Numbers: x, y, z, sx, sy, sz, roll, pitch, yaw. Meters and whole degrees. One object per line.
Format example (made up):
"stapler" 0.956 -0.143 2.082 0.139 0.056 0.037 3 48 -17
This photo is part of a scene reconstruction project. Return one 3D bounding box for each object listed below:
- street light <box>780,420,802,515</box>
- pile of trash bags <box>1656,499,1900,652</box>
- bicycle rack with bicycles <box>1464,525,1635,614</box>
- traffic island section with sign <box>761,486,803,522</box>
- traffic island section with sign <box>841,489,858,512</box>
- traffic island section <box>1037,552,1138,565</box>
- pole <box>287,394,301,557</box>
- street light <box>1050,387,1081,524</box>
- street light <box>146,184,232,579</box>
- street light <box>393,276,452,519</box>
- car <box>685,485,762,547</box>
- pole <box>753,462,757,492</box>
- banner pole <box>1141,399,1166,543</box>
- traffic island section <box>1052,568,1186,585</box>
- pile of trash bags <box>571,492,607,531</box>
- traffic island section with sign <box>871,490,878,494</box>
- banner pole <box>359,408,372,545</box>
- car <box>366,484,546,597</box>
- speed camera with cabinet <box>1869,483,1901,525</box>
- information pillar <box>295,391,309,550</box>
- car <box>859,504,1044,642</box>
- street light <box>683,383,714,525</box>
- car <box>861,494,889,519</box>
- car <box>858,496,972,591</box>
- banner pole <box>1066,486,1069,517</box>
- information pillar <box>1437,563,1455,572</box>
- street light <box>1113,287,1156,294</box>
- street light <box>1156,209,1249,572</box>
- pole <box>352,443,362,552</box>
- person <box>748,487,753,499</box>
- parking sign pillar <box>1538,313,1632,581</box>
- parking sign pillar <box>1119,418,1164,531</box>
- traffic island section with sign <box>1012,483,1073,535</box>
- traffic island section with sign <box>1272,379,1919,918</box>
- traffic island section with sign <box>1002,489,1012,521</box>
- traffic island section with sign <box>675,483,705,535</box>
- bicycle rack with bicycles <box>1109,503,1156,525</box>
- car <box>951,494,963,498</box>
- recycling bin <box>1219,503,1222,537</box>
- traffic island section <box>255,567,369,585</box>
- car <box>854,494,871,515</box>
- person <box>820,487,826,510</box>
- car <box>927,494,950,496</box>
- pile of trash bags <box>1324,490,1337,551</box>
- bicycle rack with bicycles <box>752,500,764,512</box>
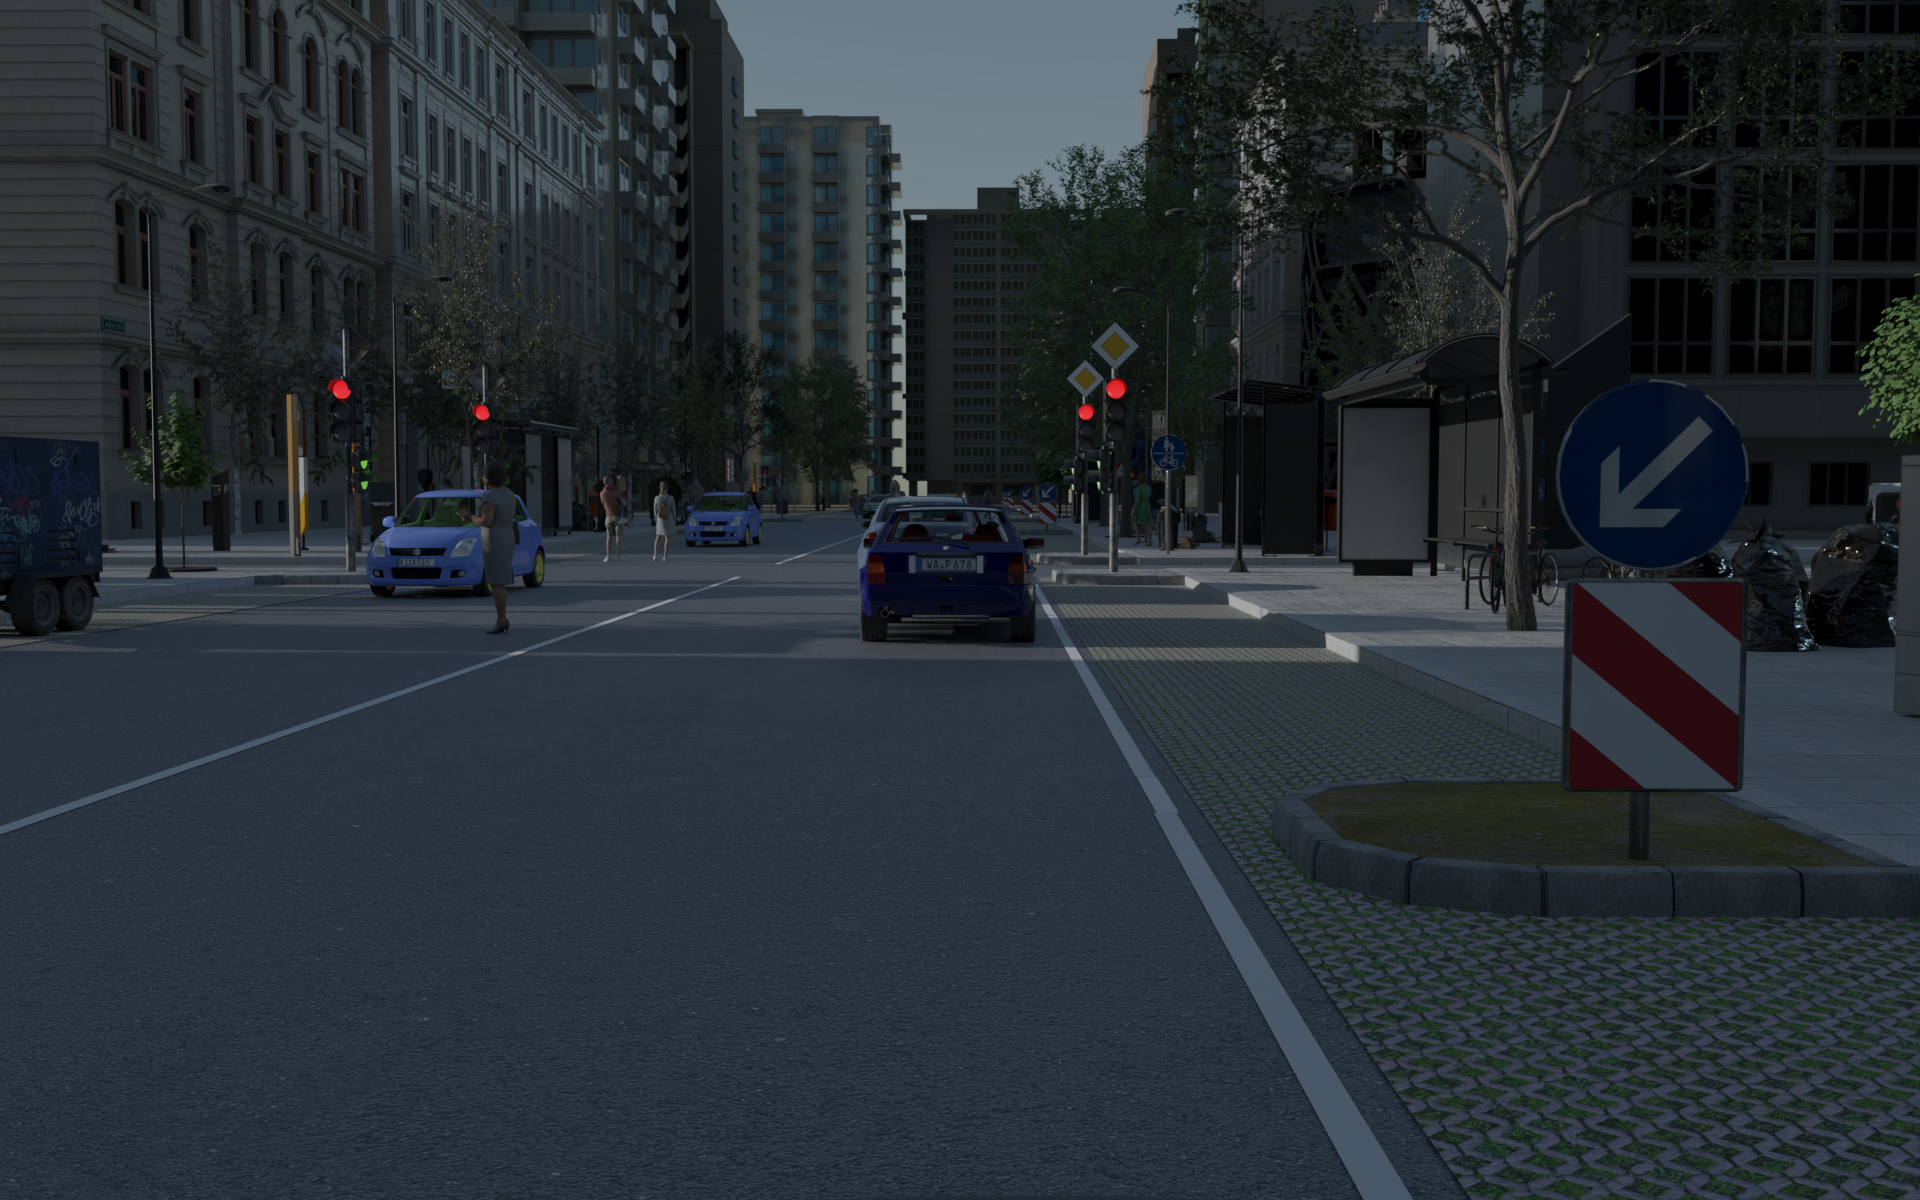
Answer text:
"street light" -10.581 -8.314 108.479 1.470 5.913 1.316 0 4 1
"pile of trash bags" 7.185 -0.289 14.484 1.912 1.369 3.447 -1 4 -9
"bicycle rack with bicycles" 6.671 -0.356 19.206 2.925 0.926 2.852 -3 5 -44
"traffic island section with sign" -9.045 -4.873 88.301 1.989 1.847 2.006 0 4 1
"traffic island section with sign" -8.444 -7.943 138.499 1.989 1.847 2.006 0 4 1
"traffic island section" 2.647 -0.869 36.485 2.009 0.180 2.903 0 4 1
"pole" -13.683 -2.553 35.580 0.158 3.312 0.155 0 3 0
"street light" 4.593 -6.278 75.190 1.470 5.913 1.316 0 4 1
"street light" -11.603 -3.275 26.087 1.470 5.913 1.316 0 4 1
"street light" -11.500 -3.942 36.986 1.470 5.913 1.316 0 4 1
"car" -6.572 -2.364 48.249 1.945 1.707 3.694 0 4 2
"pole" -13.238 -7.216 111.822 0.158 3.312 0.155 0 3 0
"banner pole" 5.084 -3.392 45.479 0.863 3.779 0.401 3 5 43
"traffic island section" 2.551 -0.380 28.500 2.009 0.180 2.903 0 4 1
"pile of trash bags" -12.923 -3.140 61.097 1.912 1.369 3.447 -1 4 -13
"traffic island section with sign" -8.113 -9.615 165.827 1.989 1.847 2.006 0 4 1
"banner pole" -15.177 -3.308 44.110 0.401 3.779 0.863 1 4 11
"car" -7.330 -0.963 25.338 1.945 1.707 3.694 0 4 2
"speed camera with cabinet" 14.748 -1.931 25.911 0.660 3.252 2.038 -2 4 -34
"information pillar" -14.977 -2.939 39.407 0.183 3.616 0.504 -3 4 -39
"car" -0.081 -0.340 18.140 1.945 1.354 3.894 0 4 1
"street light" -10.991 -6.128 72.732 1.470 5.913 1.316 0 4 1
"car" -4.718 -5.518 102.022 2.131 1.459 4.920 0 4 3
"car" -0.448 -0.778 24.719 2.014 1.417 4.499 0 4 2
"banner pole" 5.956 -6.482 96.001 0.401 3.779 0.863 -1 4 -11
"information pillar" 8.044 -1.488 28.814 0.304 2.012 0.304 -3 5 -41
"street light" 4.143 -4.065 39.001 1.470 5.913 1.316 0 4 1
"street light" 4.049 -3.414 28.355 1.470 5.913 1.316 0 4 1
"pole" -13.406 -2.724 38.386 0.158 3.312 0.155 0 3 0
"person" -14.659 -7.071 121.793 1.348 1.807 0.705 -2 4 -29
"parking sign pillar" 9.341 -2.298 26.043 1.447 3.967 1.447 0 4 -7
"parking sign pillar" 6.350 -4.436 61.009 1.447 3.967 1.447 -1 4 -19
"traffic island section with sign" 2.945 -3.208 61.081 1.989 1.847 2.006 0 4 1
"traffic island section with sign" 2.296 0.114 6.768 1.989 1.847 2.006 0 4 1
"traffic island section with sign" 3.276 -4.888 88.545 1.989 1.847 2.006 0 4 1
"traffic island section with sign" -9.375 -3.218 61.238 1.989 1.847 2.006 0 4 1
"bicycle rack with bicycles" 6.715 -3.500 70.610 2.852 0.926 2.925 1 4 21
"car" -0.435 -10.832 187.323 2.015 1.641 3.980 0 4 1
"recycling bin" 8.032 -2.348 50.951 0.722 1.027 0.722 1 4 20
"traffic island section" -10.089 -0.390 28.656 2.009 0.180 2.903 0 4 1
"car" -6.362 -6.766 120.415 2.009 1.686 4.222 0 4 1
"person" -10.744 -7.950 136.028 0.705 1.823 1.348 1 4 13
"car" -1.119 -4.895 91.836 2.131 1.459 4.920 0 4 -1
"pile of trash bags" 9.559 -1.748 38.337 3.447 1.369 1.912 2 4 32
"bicycle rack with bicycles" -12.757 -5.403 101.714 2.852 0.926 2.925 0 4 -1
